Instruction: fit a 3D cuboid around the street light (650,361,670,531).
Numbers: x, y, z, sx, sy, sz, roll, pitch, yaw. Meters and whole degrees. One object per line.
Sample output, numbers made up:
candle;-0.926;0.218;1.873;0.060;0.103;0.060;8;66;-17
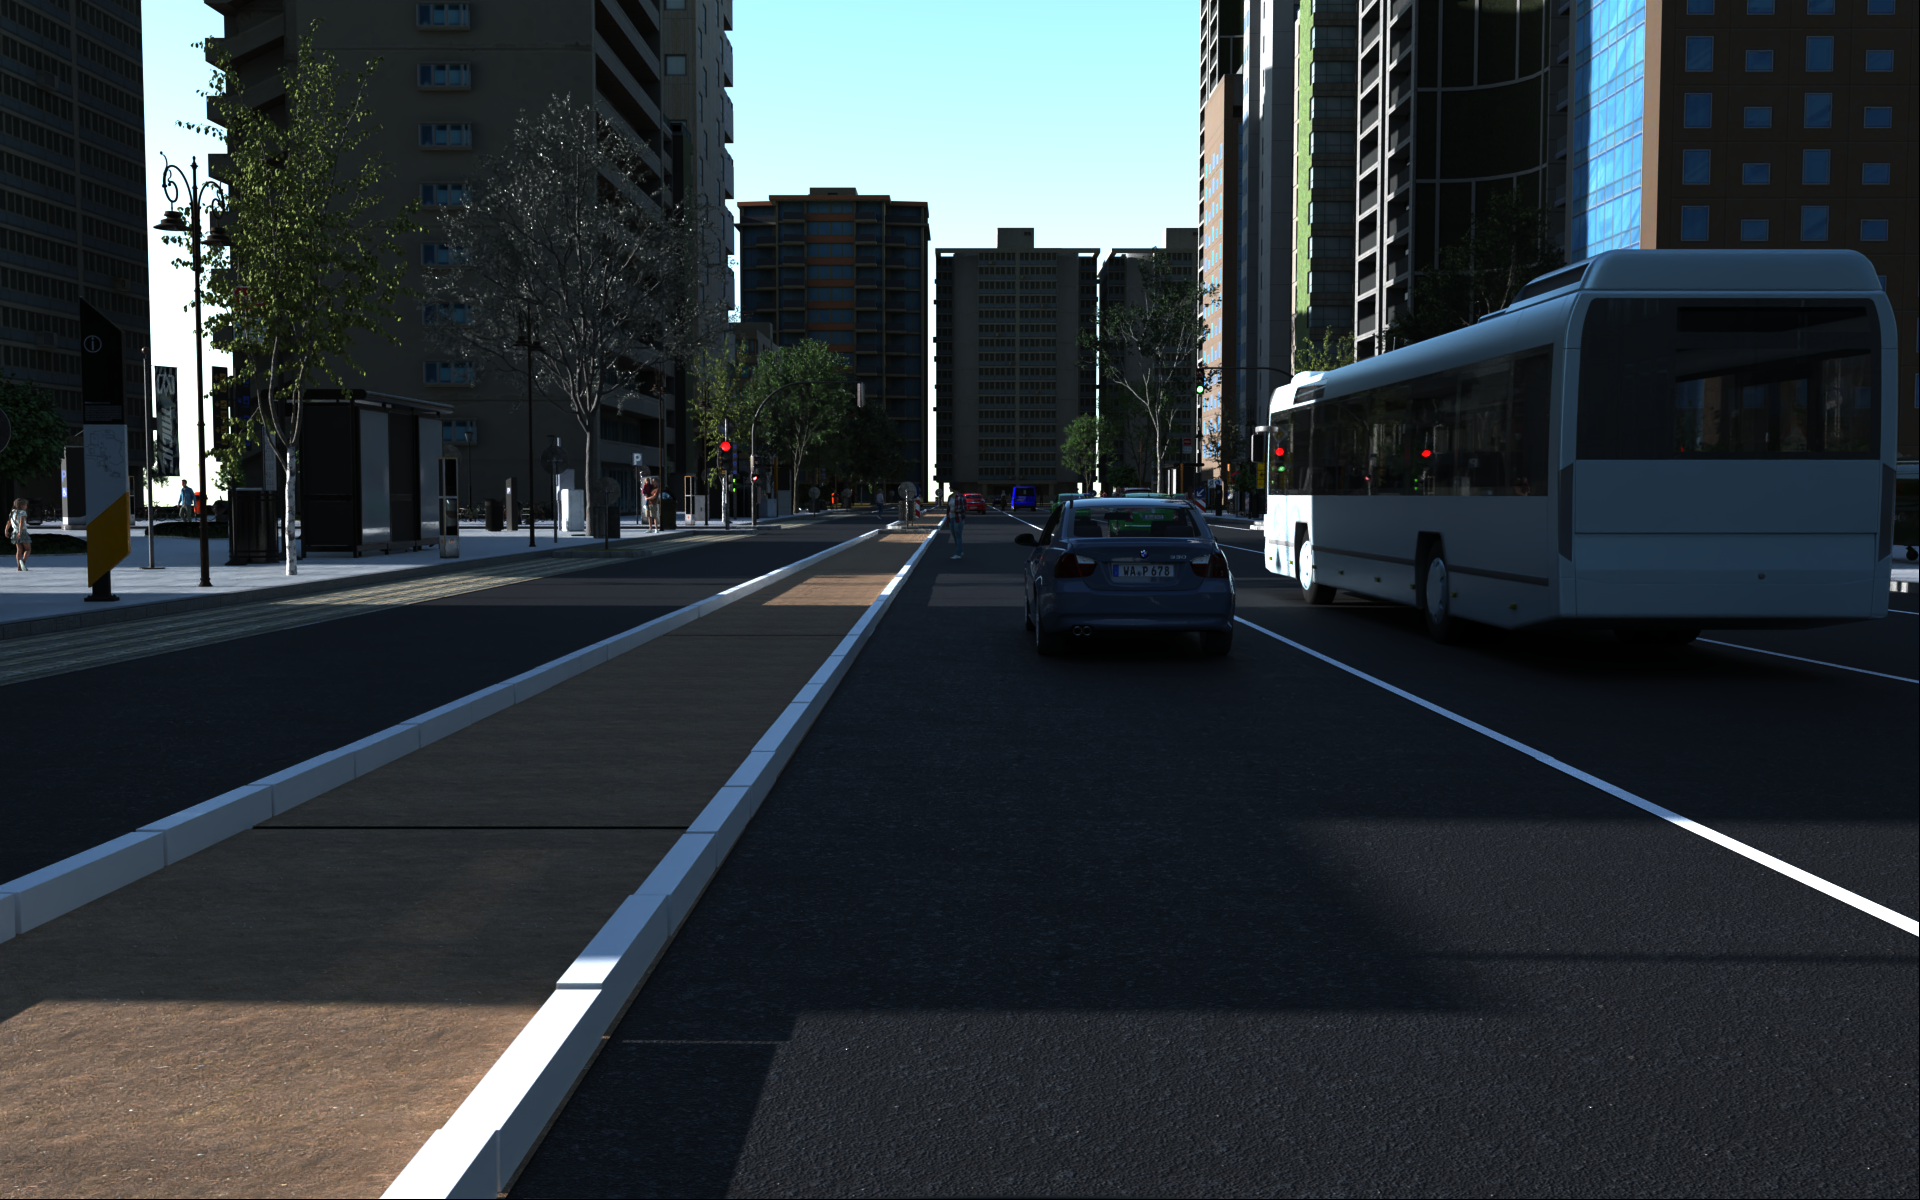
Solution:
street light;-10.405;-5.347;60.213;0.468;5.910;1.993;0;3;0

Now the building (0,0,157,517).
building;-60.986;-24.669;95.220;23.993;40.220;32.217;0;3;0

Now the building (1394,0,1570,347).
building;35.081;-40.920;107.292;20.563;71.187;20.611;0;3;0

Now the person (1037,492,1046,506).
person;9.909;-12.338;210.936;1.217;1.735;0.721;0;4;-6

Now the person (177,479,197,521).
person;-26.456;-3.236;59.300;0.601;1.785;0.444;1;4;23

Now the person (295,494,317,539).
person;-18.422;-2.662;48.932;0.648;1.900;0.474;2;4;25

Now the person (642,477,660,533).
person;-10.207;-3.132;57.223;0.580;1.828;0.573;-1;4;-15

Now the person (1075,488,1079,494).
person;6.466;-5.365;96.558;0.374;1.781;0.599;0;4;-2

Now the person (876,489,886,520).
person;-4.457;-5.369;96.957;0.731;1.740;0.598;2;4;29

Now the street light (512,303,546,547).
street light;-10.419;-4.234;42.019;0.468;5.910;1.993;0;3;0

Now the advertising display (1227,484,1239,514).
advertising display;17.420;-6.445;110.583;0.123;1.923;0.974;-2;4;-33

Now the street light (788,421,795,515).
street light;-10.386;-8.209;107.011;0.468;5.910;1.993;0;3;0

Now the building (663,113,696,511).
building;-27.865;-21.854;129.021;14.160;30.474;14.107;0;3;0

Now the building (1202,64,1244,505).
building;33.403;-32.521;181.831;14.600;45.320;14.200;0;3;0

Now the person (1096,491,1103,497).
person;17.843;-13.024;219.700;1.217;1.735;0.721;1;4;17

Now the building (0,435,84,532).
building;-40.667;-23.617;40.762;28.867;44.769;22.147;0;3;0

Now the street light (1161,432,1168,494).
street light;14.932;-9.402;126.510;0.468;5.910;1.993;0;3;0

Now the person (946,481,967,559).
person;-0.056;-1.767;38.222;0.643;1.720;0.563;-3;5;-41

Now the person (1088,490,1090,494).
person;15.403;-12.264;206.543;0.705;1.826;1.348;2;4;30

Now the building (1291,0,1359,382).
building;32.697;-27.518;133.511;14.154;41.232;14.086;0;3;0

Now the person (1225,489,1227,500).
person;24.223;-9.159;156.238;0.683;1.767;0.568;2;4;24

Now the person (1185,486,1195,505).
person;11.587;-4.813;87.201;0.555;1.821;0.388;-1;4;-8

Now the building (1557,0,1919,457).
building;38.506;-26.559;84.350;14.200;45.320;14.600;0;3;0

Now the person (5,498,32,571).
person;-15.736;-1.089;28.871;0.505;1.210;0.382;1;4;14

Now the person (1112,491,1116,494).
person;10.789;-6.826;119.912;0.655;1.846;0.447;1;4;21

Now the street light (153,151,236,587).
street light;-10.469;-3.123;23.851;0.468;5.910;1.993;0;3;0

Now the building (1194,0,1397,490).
building;36.741;-46.509;198.667;20.563;71.187;20.611;0;3;0

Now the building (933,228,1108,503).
building;8.105;-34.469;255.442;23.993;40.220;32.217;0;3;0

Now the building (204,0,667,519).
building;-29.348;-29.043;98.555;21.300;48.544;21.600;0;3;0

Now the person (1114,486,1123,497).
person;7.644;-4.530;82.750;0.709;1.800;0.728;2;4;24

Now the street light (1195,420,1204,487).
street light;14.951;-8.287;108.279;0.468;5.910;1.993;0;3;0

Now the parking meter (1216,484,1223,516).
parking meter;15.219;-5.869;101.673;0.399;1.863;0.255;1;4;14

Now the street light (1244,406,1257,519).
street light;14.954;-7.120;89.207;0.468;5.910;1.993;0;3;0

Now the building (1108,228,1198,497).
building;32.813;-34.476;255.555;23.993;40.220;32.217;0;3;0

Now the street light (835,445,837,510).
street light;-10.267;-10.446;143.583;0.468;5.910;1.993;0;3;0

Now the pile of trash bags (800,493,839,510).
pile of trash bags;-11.240;-7.873;138.483;3.447;1.369;1.912;-2;4;-32

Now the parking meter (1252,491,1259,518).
parking meter;15.783;-5.306;92.472;0.255;1.863;0.399;2;4;34

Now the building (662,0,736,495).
building;-35.520;-34.846;158.979;28.713;52.752;27.495;0;3;0

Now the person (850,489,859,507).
person;-10.911;-10.341;175.081;1.348;1.831;0.705;0;4;-8

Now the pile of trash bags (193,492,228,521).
pile of trash bags;-30.657;-3.838;72.510;3.447;1.369;1.912;1;4;16

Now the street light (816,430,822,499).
street light;-10.227;-9.321;125.179;0.468;5.910;1.993;0;3;0

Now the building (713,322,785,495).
building;-35.738;-21.465;195.990;28.899;21.520;27.650;0;3;0

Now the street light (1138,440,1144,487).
street light;15.092;-10.522;144.814;0.468;5.910;1.993;0;3;0

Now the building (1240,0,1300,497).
building;36.723;-37.783;159.752;21.231;58.520;28.212;0;3;0

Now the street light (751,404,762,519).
street light;-10.403;-7.098;88.842;0.468;5.910;1.993;0;3;0

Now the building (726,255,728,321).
building;-40.595;-34.395;245.947;14.086;41.232;14.154;0;3;0

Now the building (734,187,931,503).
building;-18.765;-36.416;250.030;28.867;44.769;22.147;0;3;0

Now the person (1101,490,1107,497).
person;17.563;-12.525;211.504;0.721;1.739;1.217;-2;4;-32

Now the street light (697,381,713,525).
street light;-10.373;-5.987;70.674;0.468;5.910;1.993;0;3;0

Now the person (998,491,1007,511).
person;3.611;-8.488;148.013;0.721;1.736;1.217;-2;4;-34

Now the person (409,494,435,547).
person;-13.100;-2.197;41.869;0.836;1.842;0.656;-1;4;-16

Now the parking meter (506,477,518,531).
parking meter;-15.708;-3.363;60.701;0.399;1.863;0.255;3;5;42

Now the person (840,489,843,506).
person;-12.965;-11.202;189.204;0.705;1.824;1.348;0;4;-1
